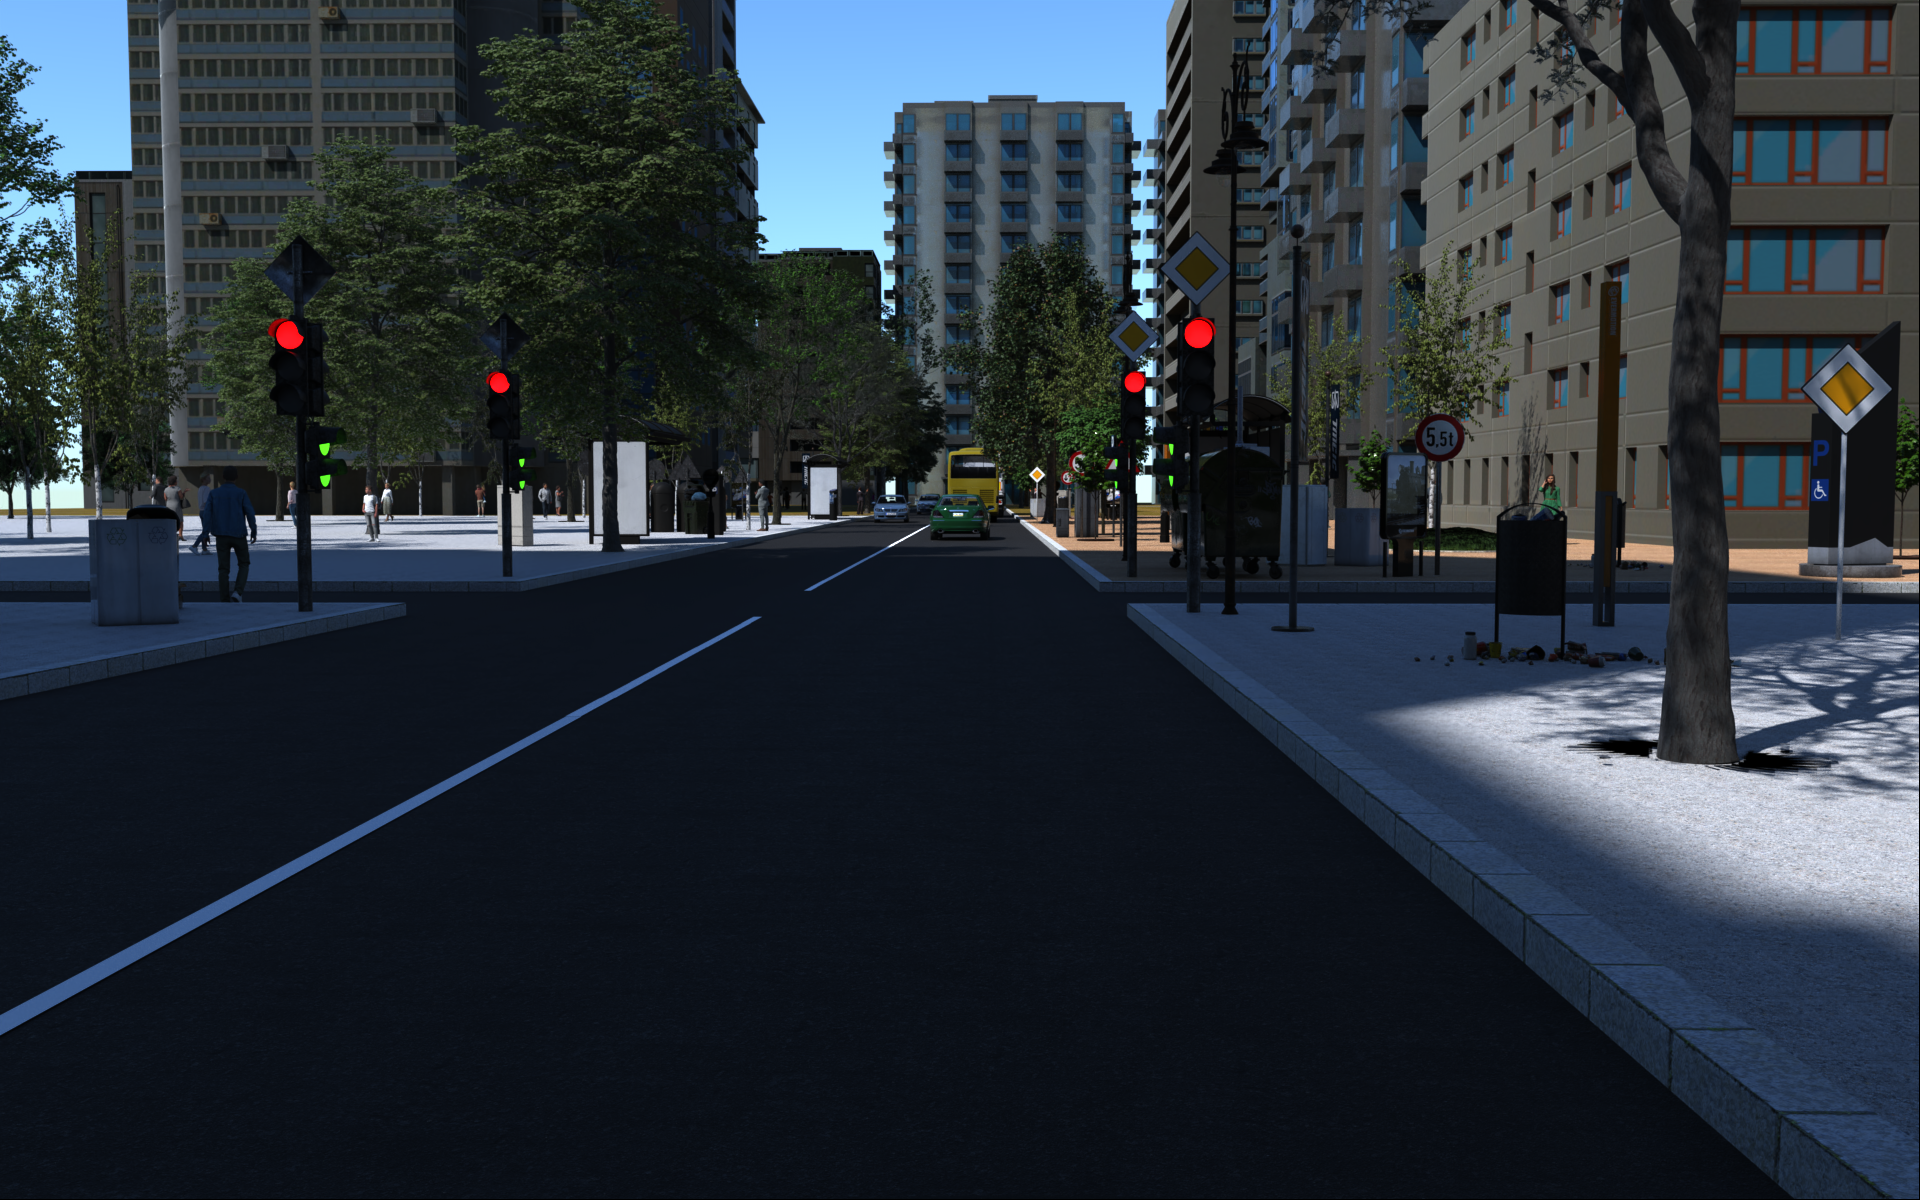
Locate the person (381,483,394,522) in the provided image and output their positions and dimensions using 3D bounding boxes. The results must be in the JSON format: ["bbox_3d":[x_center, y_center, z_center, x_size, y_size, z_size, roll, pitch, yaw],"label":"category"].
[{"bbox_3d":[-26.697,-4.564,80.890,0.478,1.798,0.641,2,4,35],"label":"person"}]

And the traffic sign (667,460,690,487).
[{"bbox_3d":[-10.686,-4.023,65.786,0.884,2.594,0.081,0,4,6],"label":"traffic sign"}]

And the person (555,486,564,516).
[{"bbox_3d":[-23.237,-5.760,100.572,0.532,1.782,0.716,-1,4,-11],"label":"person"}]

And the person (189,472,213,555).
[{"bbox_3d":[-15.898,-1.811,36.323,0.731,1.740,0.598,3,4,37],"label":"person"}]

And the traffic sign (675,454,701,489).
[{"bbox_3d":[-8.884,-3.456,56.502,0.884,2.594,0.081,0,4,5],"label":"traffic sign"}]

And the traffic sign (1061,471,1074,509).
[{"bbox_3d":[5.836,-5.714,93.527,0.768,2.556,0.104,1,4,9],"label":"traffic sign"}]

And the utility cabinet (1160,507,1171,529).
[{"bbox_3d":[7.831,-3.283,62.363,1.173,1.500,0.318,1,4,18],"label":"utility cabinet"}]

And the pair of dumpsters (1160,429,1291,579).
[{"bbox_3d":[4.247,-1.562,28.028,1.574,2.255,4.437,0,4,1],"label":"pair of dumpsters"}]

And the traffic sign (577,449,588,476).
[{"bbox_3d":[-10.463,-2.993,49.035,0.768,2.556,0.104,0,4,7],"label":"traffic sign"}]

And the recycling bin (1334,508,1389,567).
[{"bbox_3d":[7.204,-1.131,31.049,0.722,1.027,0.722,-3,5,-43],"label":"recycling bin"}]

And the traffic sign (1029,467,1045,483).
[{"bbox_3d":[3.682,-5.049,82.287,0.795,2.593,0.064,0,4,6],"label":"traffic sign"}]

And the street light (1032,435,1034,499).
[{"bbox_3d":[4.280,-7.870,101.458,0.468,5.910,1.993,0,4,1],"label":"street light"}]

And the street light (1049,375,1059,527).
[{"bbox_3d":[3.697,-5.779,67.282,0.468,5.910,1.993,0,4,1],"label":"street light"}]

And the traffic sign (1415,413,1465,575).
[{"bbox_3d":[7.562,-1.668,27.370,0.768,2.556,0.104,1,4,9],"label":"traffic sign"}]

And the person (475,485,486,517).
[{"bbox_3d":[-27.087,-5.628,98.028,0.573,1.828,0.580,3,5,41],"label":"person"}]

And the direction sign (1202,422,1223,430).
[{"bbox_3d":[7.929,-3.819,54.436,0.876,3.537,0.379,-3,4,-36],"label":"direction sign"}]

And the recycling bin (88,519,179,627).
[{"bbox_3d":[-8.213,-0.285,17.213,0.722,1.027,0.722,-2,4,-32],"label":"recycling bin"}]

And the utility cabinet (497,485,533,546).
[{"bbox_3d":[-10.998,-2.090,42.851,1.173,1.500,0.318,3,5,45],"label":"utility cabinet"}]

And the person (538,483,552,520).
[{"bbox_3d":[-20.744,-4.933,86.546,0.661,1.843,0.795,-2,4,-27],"label":"person"}]

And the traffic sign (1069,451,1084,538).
[{"bbox_3d":[3.565,-3.096,50.726,0.768,2.556,0.104,0,4,4],"label":"traffic sign"}]

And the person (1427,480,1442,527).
[{"bbox_3d":[15.832,-3.174,58.115,0.590,1.801,0.661,-3,4,-38],"label":"person"}]

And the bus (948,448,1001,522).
[{"bbox_3d":[0.770,-6.093,91.162,2.896,3.916,12.252,0,4,1],"label":"bus"}]

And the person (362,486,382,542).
[{"bbox_3d":[-15.823,-2.324,46.630,0.503,1.515,0.523,-1,4,-18],"label":"person"}]

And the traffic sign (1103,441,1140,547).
[{"bbox_3d":[3.932,-2.582,42.217,0.884,2.594,0.081,0,4,3],"label":"traffic sign"}]

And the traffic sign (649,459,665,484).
[{"bbox_3d":[-11.180,-3.875,63.458,0.768,2.556,0.104,1,4,10],"label":"traffic sign"}]

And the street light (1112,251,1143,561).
[{"bbox_3d":[3.190,-3.690,33.121,0.468,5.910,1.993,0,4,1],"label":"street light"}]

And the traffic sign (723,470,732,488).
[{"bbox_3d":[-10.919,-4.891,80.081,0.768,2.556,0.104,0,4,5],"label":"traffic sign"}]

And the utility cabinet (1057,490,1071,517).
[{"bbox_3d":[5.788,-5.372,96.508,0.318,1.500,1.173,-2,4,-23],"label":"utility cabinet"}]

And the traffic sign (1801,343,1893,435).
[{"bbox_3d":[7.750,-0.943,15.145,0.795,2.593,0.064,0,4,1],"label":"traffic sign"}]

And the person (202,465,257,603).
[{"bbox_3d":[-8.985,-0.763,21.316,0.601,1.785,0.444,-1,4,-12],"label":"person"}]

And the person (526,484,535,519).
[{"bbox_3d":[-22.153,-5.063,89.009,0.592,1.802,0.473,-2,4,-27],"label":"person"}]

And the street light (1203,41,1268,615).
[{"bbox_3d":[2.883,-2.785,18.325,0.468,5.910,1.993,0,4,1],"label":"street light"}]

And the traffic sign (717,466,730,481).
[{"bbox_3d":[-10.923,-4.873,79.410,0.795,2.593,0.064,0,4,6],"label":"traffic sign"}]

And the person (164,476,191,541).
[{"bbox_3d":[-21.282,-2.497,47.222,0.716,1.782,0.532,1,4,9],"label":"person"}]

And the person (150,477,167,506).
[{"bbox_3d":[-26.023,-3.074,56.104,0.447,1.846,0.655,1,4,18],"label":"person"}]

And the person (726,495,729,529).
[{"bbox_3d":[-8.707,-3.264,64.101,0.352,1.250,0.332,3,5,44],"label":"person"}]

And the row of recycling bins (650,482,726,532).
[{"bbox_3d":[-9.620,-3.149,58.601,3.534,1.692,1.069,-2,4,-28],"label":"row of recycling bins"}]

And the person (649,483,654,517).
[{"bbox_3d":[-12.372,-3.840,69.572,0.760,1.731,0.466,-2,4,-34],"label":"person"}]

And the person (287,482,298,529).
[{"bbox_3d":[-24.614,-3.528,64.391,0.598,1.740,0.731,0,4,7],"label":"person"}]

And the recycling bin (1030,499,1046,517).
[{"bbox_3d":[4.383,-5.126,96.356,0.722,1.027,0.722,-2,4,-28],"label":"recycling bin"}]

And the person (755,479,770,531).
[{"bbox_3d":[-6.889,-3.298,60.142,0.466,1.800,0.511,1,4,21],"label":"person"}]

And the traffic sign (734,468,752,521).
[{"bbox_3d":[-10.288,-5.010,81.922,0.884,2.594,0.081,1,4,9],"label":"traffic sign"}]

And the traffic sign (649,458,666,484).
[{"bbox_3d":[-11.065,-3.837,62.742,0.884,2.594,0.081,0,4,6],"label":"traffic sign"}]
